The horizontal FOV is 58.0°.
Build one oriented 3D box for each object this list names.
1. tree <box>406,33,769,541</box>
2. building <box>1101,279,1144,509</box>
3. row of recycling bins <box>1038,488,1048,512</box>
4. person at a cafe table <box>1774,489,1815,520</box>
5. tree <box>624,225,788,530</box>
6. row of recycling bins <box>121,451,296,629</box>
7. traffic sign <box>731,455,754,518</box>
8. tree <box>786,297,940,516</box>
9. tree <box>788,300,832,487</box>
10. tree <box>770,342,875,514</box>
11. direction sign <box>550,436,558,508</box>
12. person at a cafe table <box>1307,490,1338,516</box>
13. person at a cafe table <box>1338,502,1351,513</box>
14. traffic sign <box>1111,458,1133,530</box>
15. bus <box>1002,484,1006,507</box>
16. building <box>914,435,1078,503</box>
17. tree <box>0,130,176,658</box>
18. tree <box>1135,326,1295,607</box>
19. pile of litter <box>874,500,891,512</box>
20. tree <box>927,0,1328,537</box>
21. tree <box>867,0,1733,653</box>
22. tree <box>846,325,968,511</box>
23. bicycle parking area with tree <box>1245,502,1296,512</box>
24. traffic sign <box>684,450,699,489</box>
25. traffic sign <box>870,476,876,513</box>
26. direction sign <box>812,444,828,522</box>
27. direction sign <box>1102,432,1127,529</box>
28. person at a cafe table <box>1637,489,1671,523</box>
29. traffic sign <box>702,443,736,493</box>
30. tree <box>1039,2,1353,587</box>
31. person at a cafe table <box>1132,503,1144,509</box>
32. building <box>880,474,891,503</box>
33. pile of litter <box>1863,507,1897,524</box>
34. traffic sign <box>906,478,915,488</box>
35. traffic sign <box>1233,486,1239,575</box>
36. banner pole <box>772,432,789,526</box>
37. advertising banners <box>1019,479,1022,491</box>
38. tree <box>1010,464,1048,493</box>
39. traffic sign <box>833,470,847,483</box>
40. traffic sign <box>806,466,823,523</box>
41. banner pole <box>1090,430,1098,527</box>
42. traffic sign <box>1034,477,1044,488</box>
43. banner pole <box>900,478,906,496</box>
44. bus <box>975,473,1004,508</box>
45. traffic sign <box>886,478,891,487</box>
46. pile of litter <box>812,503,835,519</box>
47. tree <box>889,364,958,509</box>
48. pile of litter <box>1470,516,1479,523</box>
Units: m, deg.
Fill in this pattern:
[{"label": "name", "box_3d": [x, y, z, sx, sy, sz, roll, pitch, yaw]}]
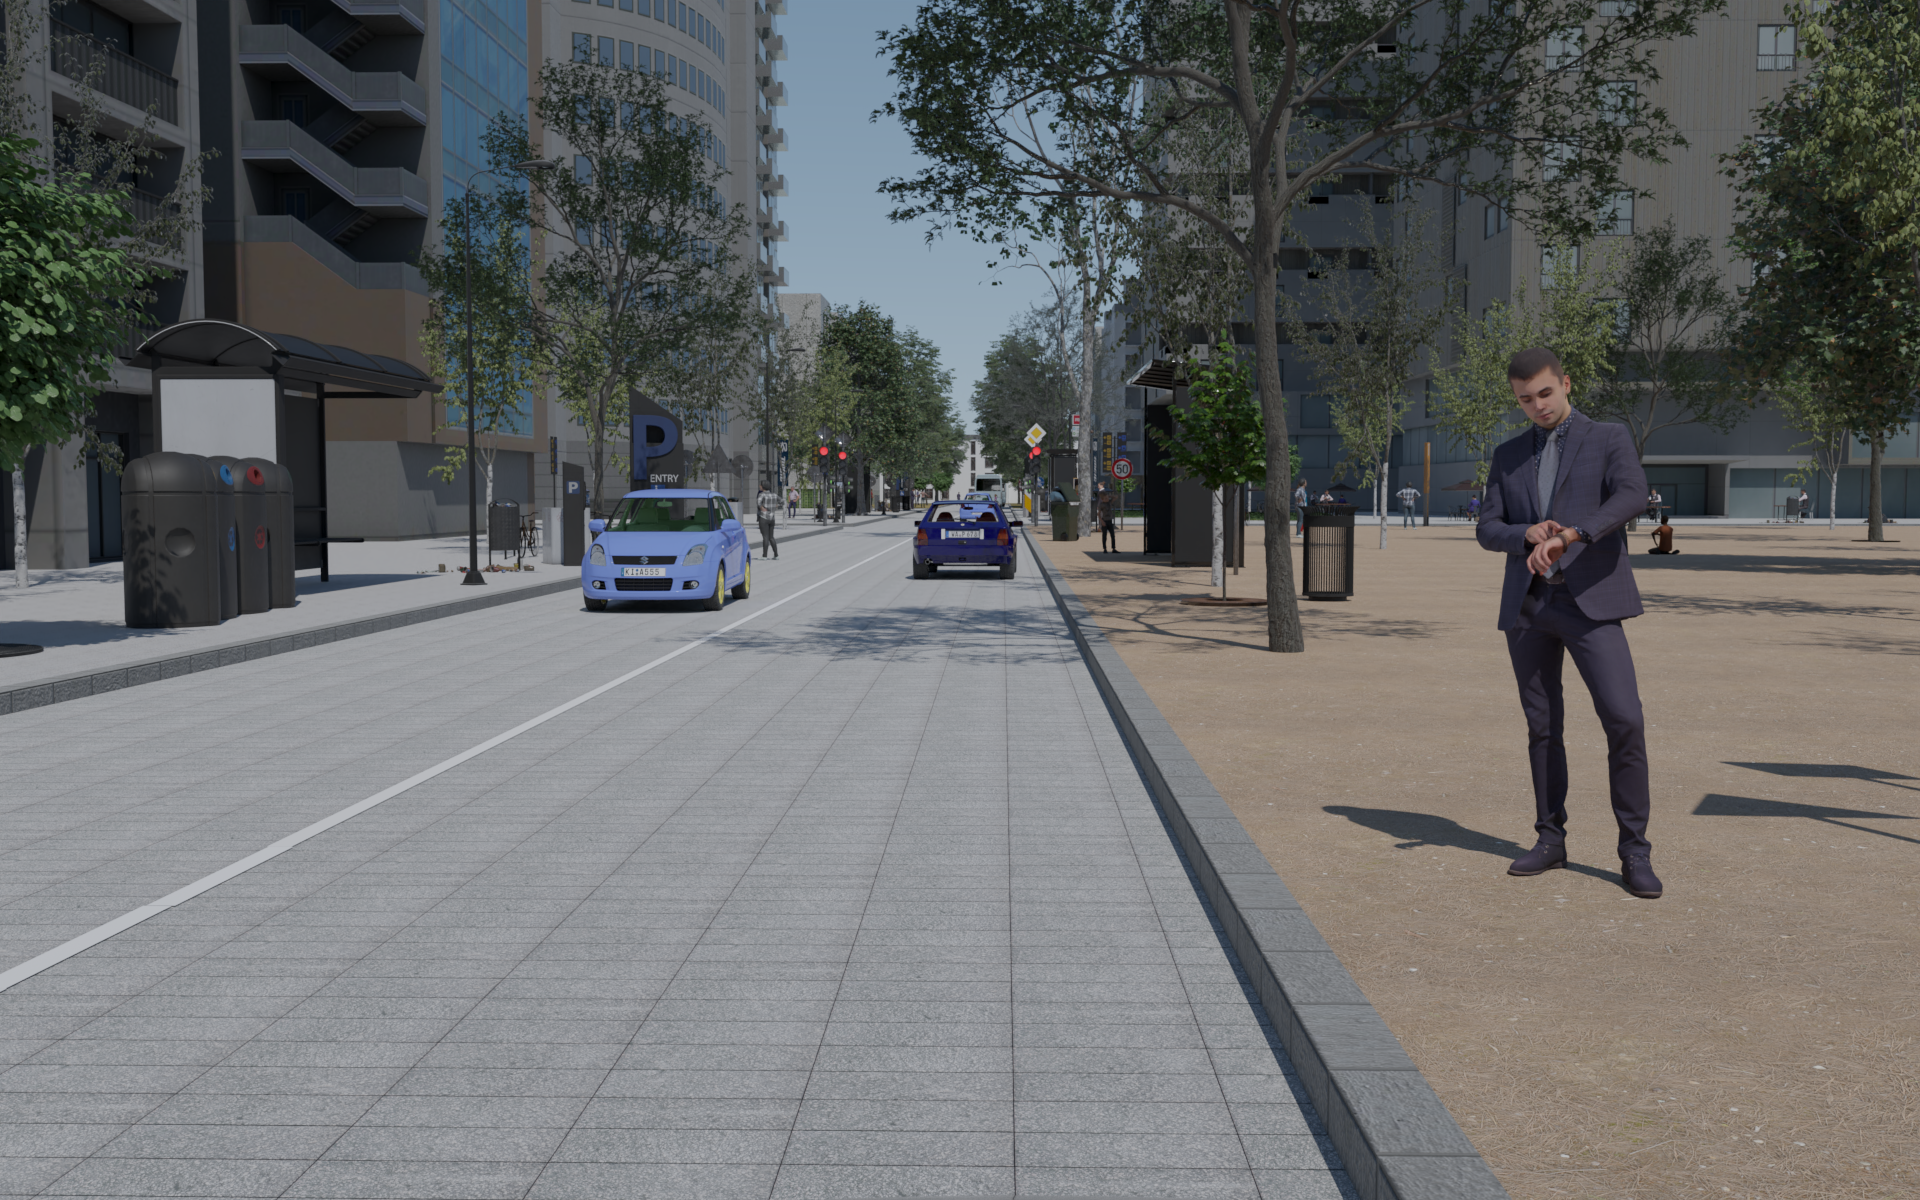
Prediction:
[{"label": "tree", "box_3d": [-7.790, -6.224, 36.179, 8.767, 10.594, 7.601, 1, 4, 14]}, {"label": "building", "box_3d": [20.994, -18.427, 157.698, 16.016, 20.091, 11.380, 0, 4, 1]}, {"label": "row of recycling bins", "box_3d": [6.089, -7.176, 124.438, 1.069, 1.692, 3.534, 1, 4, 12]}, {"label": "person at a cafe table", "box_3d": [41.012, -4.674, 84.936, 1.622, 1.524, 1.698, 3, 5, 40]}, {"label": "tree", "box_3d": [-6.927, -5.887, 46.611, 4.360, 8.622, 3.978, 0, 3, 0]}, {"label": "row of recycling bins", "box_3d": [-7.854, -0.676, 18.158, 1.069, 1.692, 3.534, 0, 4, -6]}, {"label": "traffic sign", "box_3d": [-7.089, -3.438, 56.311, 0.768, 2.556, 0.104, 1, 4, 10]}, {"label": "tree", "box_3d": [-5.905, -11.250, 100.942, 9.611, 12.733, 9.660, 0, 3, 0]}, {"label": "tree", "box_3d": [-6.455, -6.835, 62.113, 4.360, 8.622, 3.978, 0, 3, 0]}, {"label": "tree", "box_3d": [-6.696, -8.134, 83.361, 4.737, 8.622, 4.395, 0, 3, 0]}, {"label": "direction sign", "box_3d": [-15.980, -4.662, 68.215, 0.379, 3.537, 0.876, 0, 4, 2]}, {"label": "person at a cafe table", "box_3d": [24.044, -6.576, 116.038, 1.622, 1.524, 1.698, 3, 4, 37]}, {"label": "person at a cafe table", "box_3d": [25.743, -6.820, 120.025, 1.622, 1.524, 1.698, -2, 4, -30]}, {"label": "traffic sign", "box_3d": [5.758, -3.756, 61.514, 0.768, 2.556, 0.104, 1, 4, 11]}, {"label": "bus", "box_3d": [3.928, -12.565, 200.299, 2.948, 3.499, 13.247, 0, 4, 0]}, {"label": "building", "box_3d": [6.931, -18.732, 248.413, 28.070, 9.664, 9.099, 0, 4, 1]}, {"label": "tree", "box_3d": [-8.058, -1.837, 13.743, 4.285, 4.588, 4.351, 0, 3, 0]}, {"label": "tree", "box_3d": [2.949, -1.559, 20.085, 1.663, 3.219, 1.824, 0, 3, 0]}, {"label": "pile of litter", "box_3d": [-5.594, -6.859, 126.111, 1.176, 0.858, 1.719, -2, 4, -26]}, {"label": "tree", "box_3d": [4.935, -12.013, 52.299, 12.611, 20.169, 13.585, 0, 3, 0]}, {"label": "tree", "box_3d": [2.346, -4.864, 13.937, 7.601, 10.594, 8.767, 1, 4, 21]}, {"label": "tree", "box_3d": [-4.884, -13.599, 129.006, 9.857, 13.997, 8.962, 0, 3, 0]}, {"label": "bicycle parking area with tree", "box_3d": [16.807, -7.420, 108.317, 8.231, 4.147, 9.016, 1, 4, 9]}, {"label": "traffic sign", "box_3d": [-7.882, -3.039, 49.799, 0.768, 2.556, 0.104, 0, 4, 4]}, {"label": "traffic sign", "box_3d": [-6.183, -7.314, 119.683, 0.768, 2.556, 0.104, 0, 4, 4]}, {"label": "direction sign", "box_3d": [-6.347, -5.293, 78.542, 0.876, 3.537, 0.379, 2, 4, 29]}, {"label": "direction sign", "box_3d": [5.655, -4.368, 63.421, 0.876, 3.537, 0.379, 1, 4, 9]}, {"label": "person at a cafe table", "box_3d": [30.951, -4.229, 77.660, 1.698, 1.524, 1.622, 3, 5, 43]}, {"label": "traffic sign", "box_3d": [-6.151, -2.699, 44.138, 0.884, 2.594, 0.081, 0, 4, 6]}, {"label": "tree", "box_3d": [3.325, -4.486, 23.715, 4.360, 8.622, 3.978, 0, 3, 0]}, {"label": "person at a cafe table", "box_3d": [11.044, -5.573, 101.974, 1.726, 1.238, 1.698, -2, 4, -33]}, {"label": "building", "box_3d": [-21.414, -18.776, 249.140, 28.070, 9.664, 9.099, 0, 4, 1]}, {"label": "pile of litter", "box_3d": [40.341, -3.800, 76.093, 1.176, 0.858, 1.719, -1, 4, -12]}, {"label": "traffic sign", "box_3d": [-4.060, -8.584, 140.450, 0.768, 2.556, 0.104, 0, 4, 3]}, {"label": "traffic sign", "box_3d": [4.369, -1.666, 27.352, 0.768, 2.556, 0.104, 0, 4, 2]}, {"label": "banner pole", "box_3d": [-7.284, -4.873, 69.696, 0.863, 3.779, 0.401, 1, 4, 10]}, {"label": "advertising banners", "box_3d": [5.484, -9.003, 143.393, 0.090, 3.025, 2.074, -3, 4, -36]}, {"label": "tree", "box_3d": [6.069, -9.538, 139.655, 4.285, 4.588, 4.351, 0, 3, 0]}, {"label": "traffic sign", "box_3d": [-6.327, -5.566, 91.115, 0.768, 2.556, 0.104, 0, 4, 8]}, {"label": "traffic sign", "box_3d": [-6.526, -4.745, 77.684, 0.768, 2.556, 0.104, 0, 4, 6]}, {"label": "banner pole", "box_3d": [5.265, -4.782, 68.196, 0.401, 3.779, 0.863, 2, 4, 26]}, {"label": "traffic sign", "box_3d": [5.790, -7.753, 126.869, 0.768, 2.556, 0.104, 1, 4, 11]}, {"label": "banner pole", "box_3d": [-4.488, -9.006, 137.266, 0.401, 3.779, 0.863, 3, 5, 40]}, {"label": "bus", "box_3d": [2.836, -10.652, 169.023, 2.948, 3.499, 13.247, 0, 4, 2]}, {"label": "traffic sign", "box_3d": [-5.418, -8.302, 135.839, 0.768, 2.556, 0.104, 0, 4, 2]}, {"label": "pile of litter", "box_3d": [-7.026, -4.608, 89.307, 1.176, 0.858, 1.719, -2, 4, -29]}, {"label": "tree", "box_3d": [-4.003, -14.267, 151.386, 7.486, 12.596, 7.792, 0, 3, 0]}, {"label": "pile of litter", "box_3d": [23.653, -3.905, 77.811, 1.719, 0.858, 1.176, -1, 4, -10]}]
